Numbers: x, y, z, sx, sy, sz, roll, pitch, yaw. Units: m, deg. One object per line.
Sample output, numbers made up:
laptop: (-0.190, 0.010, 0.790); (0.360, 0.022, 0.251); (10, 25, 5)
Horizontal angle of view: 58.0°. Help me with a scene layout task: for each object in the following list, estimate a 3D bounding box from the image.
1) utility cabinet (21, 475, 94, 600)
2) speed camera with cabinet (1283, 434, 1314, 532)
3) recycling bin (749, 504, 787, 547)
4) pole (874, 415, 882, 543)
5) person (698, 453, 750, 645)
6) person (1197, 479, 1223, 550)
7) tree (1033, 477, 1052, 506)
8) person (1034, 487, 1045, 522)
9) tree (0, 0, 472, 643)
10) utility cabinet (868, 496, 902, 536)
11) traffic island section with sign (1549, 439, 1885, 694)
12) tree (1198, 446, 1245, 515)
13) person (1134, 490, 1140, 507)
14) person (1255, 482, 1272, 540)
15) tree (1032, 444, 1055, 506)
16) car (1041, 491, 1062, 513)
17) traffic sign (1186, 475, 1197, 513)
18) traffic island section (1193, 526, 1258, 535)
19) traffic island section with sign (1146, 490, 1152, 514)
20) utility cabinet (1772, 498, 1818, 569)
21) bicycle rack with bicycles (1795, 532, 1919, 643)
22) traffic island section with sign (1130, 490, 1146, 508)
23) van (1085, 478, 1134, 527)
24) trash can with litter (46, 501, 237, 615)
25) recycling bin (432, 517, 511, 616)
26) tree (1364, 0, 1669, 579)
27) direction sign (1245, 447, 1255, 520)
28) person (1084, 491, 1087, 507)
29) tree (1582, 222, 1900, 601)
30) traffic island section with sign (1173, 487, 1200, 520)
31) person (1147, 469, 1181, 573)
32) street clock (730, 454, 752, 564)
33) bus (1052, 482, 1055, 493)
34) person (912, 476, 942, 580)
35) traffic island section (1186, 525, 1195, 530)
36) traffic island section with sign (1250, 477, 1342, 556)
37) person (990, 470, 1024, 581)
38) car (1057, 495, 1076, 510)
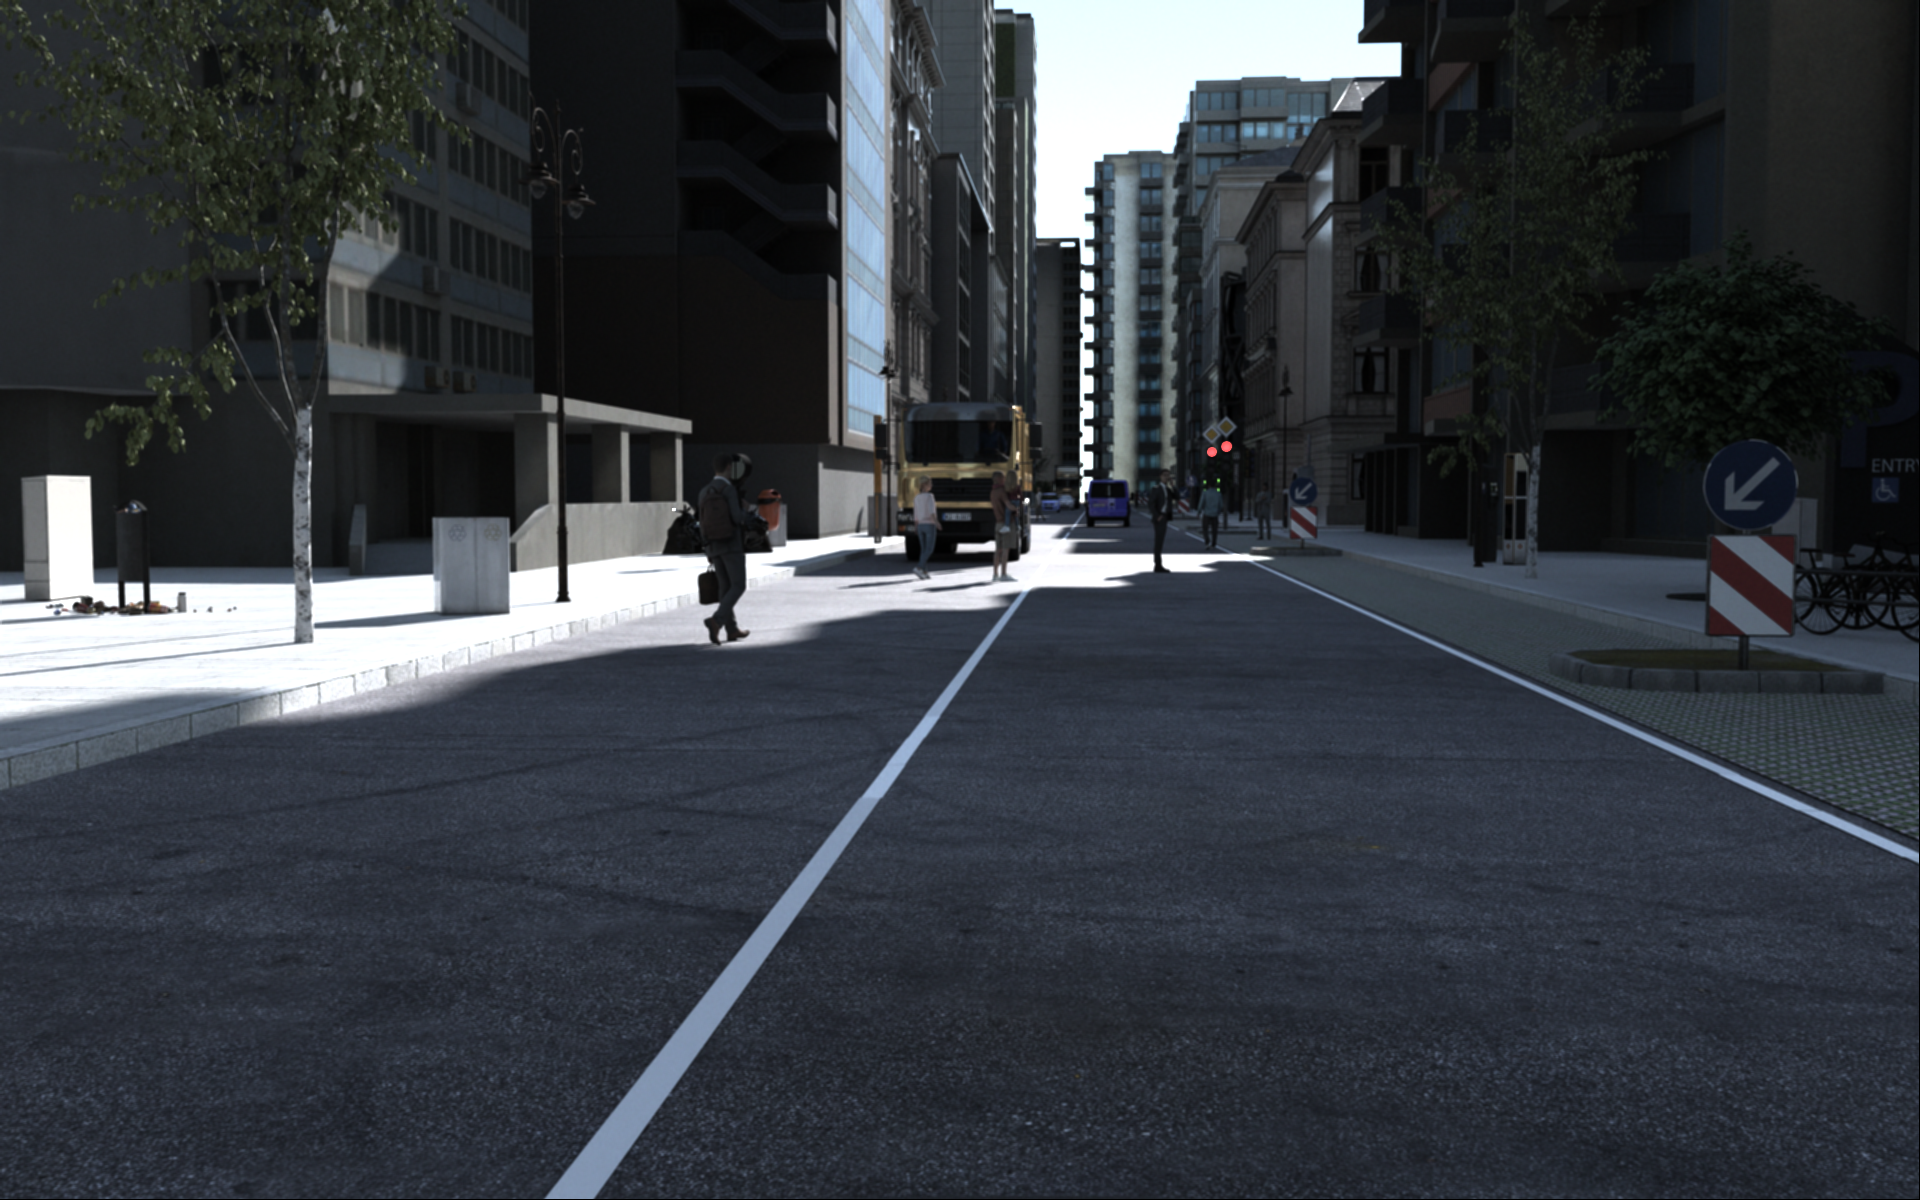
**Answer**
utility cabinet: (-11.037, -0.765, 21.184); (0.318, 1.500, 1.173); (0, 4, -3)
speed camera with cabinet: (11.301, -3.887, 57.893); (0.660, 3.252, 2.038); (0, 4, -2)
recycling bin: (-4.700, -1.810, 42.140); (0.722, 1.027, 0.722); (2, 4, 27)
pole: (-2.138, -3.132, 45.048); (0.158, 3.312, 0.155); (0, 3, 0)
person: (-2.299, -0.505, 16.713); (0.622, 1.834, 0.822); (2, 4, 32)
person: (6.459, -2.210, 44.651); (0.660, 1.820, 0.620); (-1, 4, -8)
tree: (8.683, -11.961, 190.160); (1.663, 3.219, 1.824); (0, 3, 0)
person: (4.167, -4.986, 90.253); (0.641, 1.798, 0.478); (3, 4, 38)
tree: (-5.845, -3.946, 14.883); (4.737, 8.622, 4.395); (0, 3, 0)
utility cabinet: (-2.319, -2.587, 53.467); (1.020, 1.237, 0.306); (1, 4, 14)
traffic island section with sign: (5.673, -0.287, 13.319); (1.989, 1.847, 2.006); (0, 4, 5)
tree: (16.343, -7.517, 106.625); (4.285, 4.588, 4.351); (0, 3, 0)
person: (19.763, -11.358, 194.143); (0.705, 1.831, 1.348); (3, 5, 43)
person: (9.481, -2.777, 54.089); (0.511, 1.800, 0.466); (1, 4, 18)
tree: (7.844, -14.374, 185.383); (4.360, 8.622, 3.978); (0, 3, 0)
car: (6.942, -7.656, 134.761); (1.945, 1.707, 3.694); (0, 4, 4)
traffic sign: (15.604, -7.139, 116.831); (0.768, 2.556, 0.104); (1, 4, 12)
traffic island section: (9.569, -2.450, 62.340); (2.009, 0.180, 2.903); (0, 4, 5)
traffic island section with sign: (14.484, -7.045, 123.805); (1.989, 1.847, 2.006); (0, 4, 5)
utility cabinet: (14.245, -1.127, 29.581); (0.306, 1.237, 1.020); (0, 4, 0)
bicycle rack with bicycles: (8.546, -0.146, 15.765); (2.852, 0.926, 2.925); (-3, 4, -36)
traffic island section with sign: (20.503, -11.654, 199.162); (1.989, 1.847, 2.006); (0, 4, 5)
van: (6.633, -4.449, 77.131); (2.240, 2.365, 5.245); (0, 4, 6)
trash can with litter: (-9.201, -0.488, 19.041); (2.233, 1.210, 1.678); (2, 4, 35)
recycling bin: (-5.278, -0.376, 18.702); (0.722, 1.027, 0.722); (-2, 4, -23)
tree: (8.617, -4.647, 26.344); (4.737, 8.622, 4.395); (0, 3, 0)
direction sign: (14.147, -5.662, 84.574); (0.379, 3.537, 0.876); (-1, 4, -20)
person: (14.267, -11.487, 196.332); (0.705, 1.822, 1.348); (-1, 4, -11)
tree: (9.387, -2.289, 21.147); (4.285, 4.588, 4.351); (0, 3, 0)
traffic island section with sign: (12.290, -5.363, 96.319); (1.989, 1.847, 2.006); (0, 4, 5)
person: (3.767, -1.470, 31.893); (0.474, 1.900, 0.648); (2, 4, 30)
street clock: (-4.033, -1.647, 31.499); (0.471, 2.002, 0.358); (2, 4, 27)
bus: (12.156, -12.365, 197.035); (2.948, 3.499, 13.247); (0, 4, 5)
person: (-0.589, -1.218, 29.080); (0.731, 1.740, 0.598); (3, 4, 36)
traffic island section: (10.205, -2.937, 70.300); (2.009, 0.180, 2.903); (0, 4, 5)
traffic island section with sign: (7.844, -1.955, 40.591); (1.989, 1.847, 2.006); (0, 4, 5)
person: (0.752, -1.225, 28.510); (0.580, 1.828, 0.573); (1, 4, 16)
car: (9.421, -8.820, 156.573); (2.083, 1.381, 4.827); (0, 4, 4)
